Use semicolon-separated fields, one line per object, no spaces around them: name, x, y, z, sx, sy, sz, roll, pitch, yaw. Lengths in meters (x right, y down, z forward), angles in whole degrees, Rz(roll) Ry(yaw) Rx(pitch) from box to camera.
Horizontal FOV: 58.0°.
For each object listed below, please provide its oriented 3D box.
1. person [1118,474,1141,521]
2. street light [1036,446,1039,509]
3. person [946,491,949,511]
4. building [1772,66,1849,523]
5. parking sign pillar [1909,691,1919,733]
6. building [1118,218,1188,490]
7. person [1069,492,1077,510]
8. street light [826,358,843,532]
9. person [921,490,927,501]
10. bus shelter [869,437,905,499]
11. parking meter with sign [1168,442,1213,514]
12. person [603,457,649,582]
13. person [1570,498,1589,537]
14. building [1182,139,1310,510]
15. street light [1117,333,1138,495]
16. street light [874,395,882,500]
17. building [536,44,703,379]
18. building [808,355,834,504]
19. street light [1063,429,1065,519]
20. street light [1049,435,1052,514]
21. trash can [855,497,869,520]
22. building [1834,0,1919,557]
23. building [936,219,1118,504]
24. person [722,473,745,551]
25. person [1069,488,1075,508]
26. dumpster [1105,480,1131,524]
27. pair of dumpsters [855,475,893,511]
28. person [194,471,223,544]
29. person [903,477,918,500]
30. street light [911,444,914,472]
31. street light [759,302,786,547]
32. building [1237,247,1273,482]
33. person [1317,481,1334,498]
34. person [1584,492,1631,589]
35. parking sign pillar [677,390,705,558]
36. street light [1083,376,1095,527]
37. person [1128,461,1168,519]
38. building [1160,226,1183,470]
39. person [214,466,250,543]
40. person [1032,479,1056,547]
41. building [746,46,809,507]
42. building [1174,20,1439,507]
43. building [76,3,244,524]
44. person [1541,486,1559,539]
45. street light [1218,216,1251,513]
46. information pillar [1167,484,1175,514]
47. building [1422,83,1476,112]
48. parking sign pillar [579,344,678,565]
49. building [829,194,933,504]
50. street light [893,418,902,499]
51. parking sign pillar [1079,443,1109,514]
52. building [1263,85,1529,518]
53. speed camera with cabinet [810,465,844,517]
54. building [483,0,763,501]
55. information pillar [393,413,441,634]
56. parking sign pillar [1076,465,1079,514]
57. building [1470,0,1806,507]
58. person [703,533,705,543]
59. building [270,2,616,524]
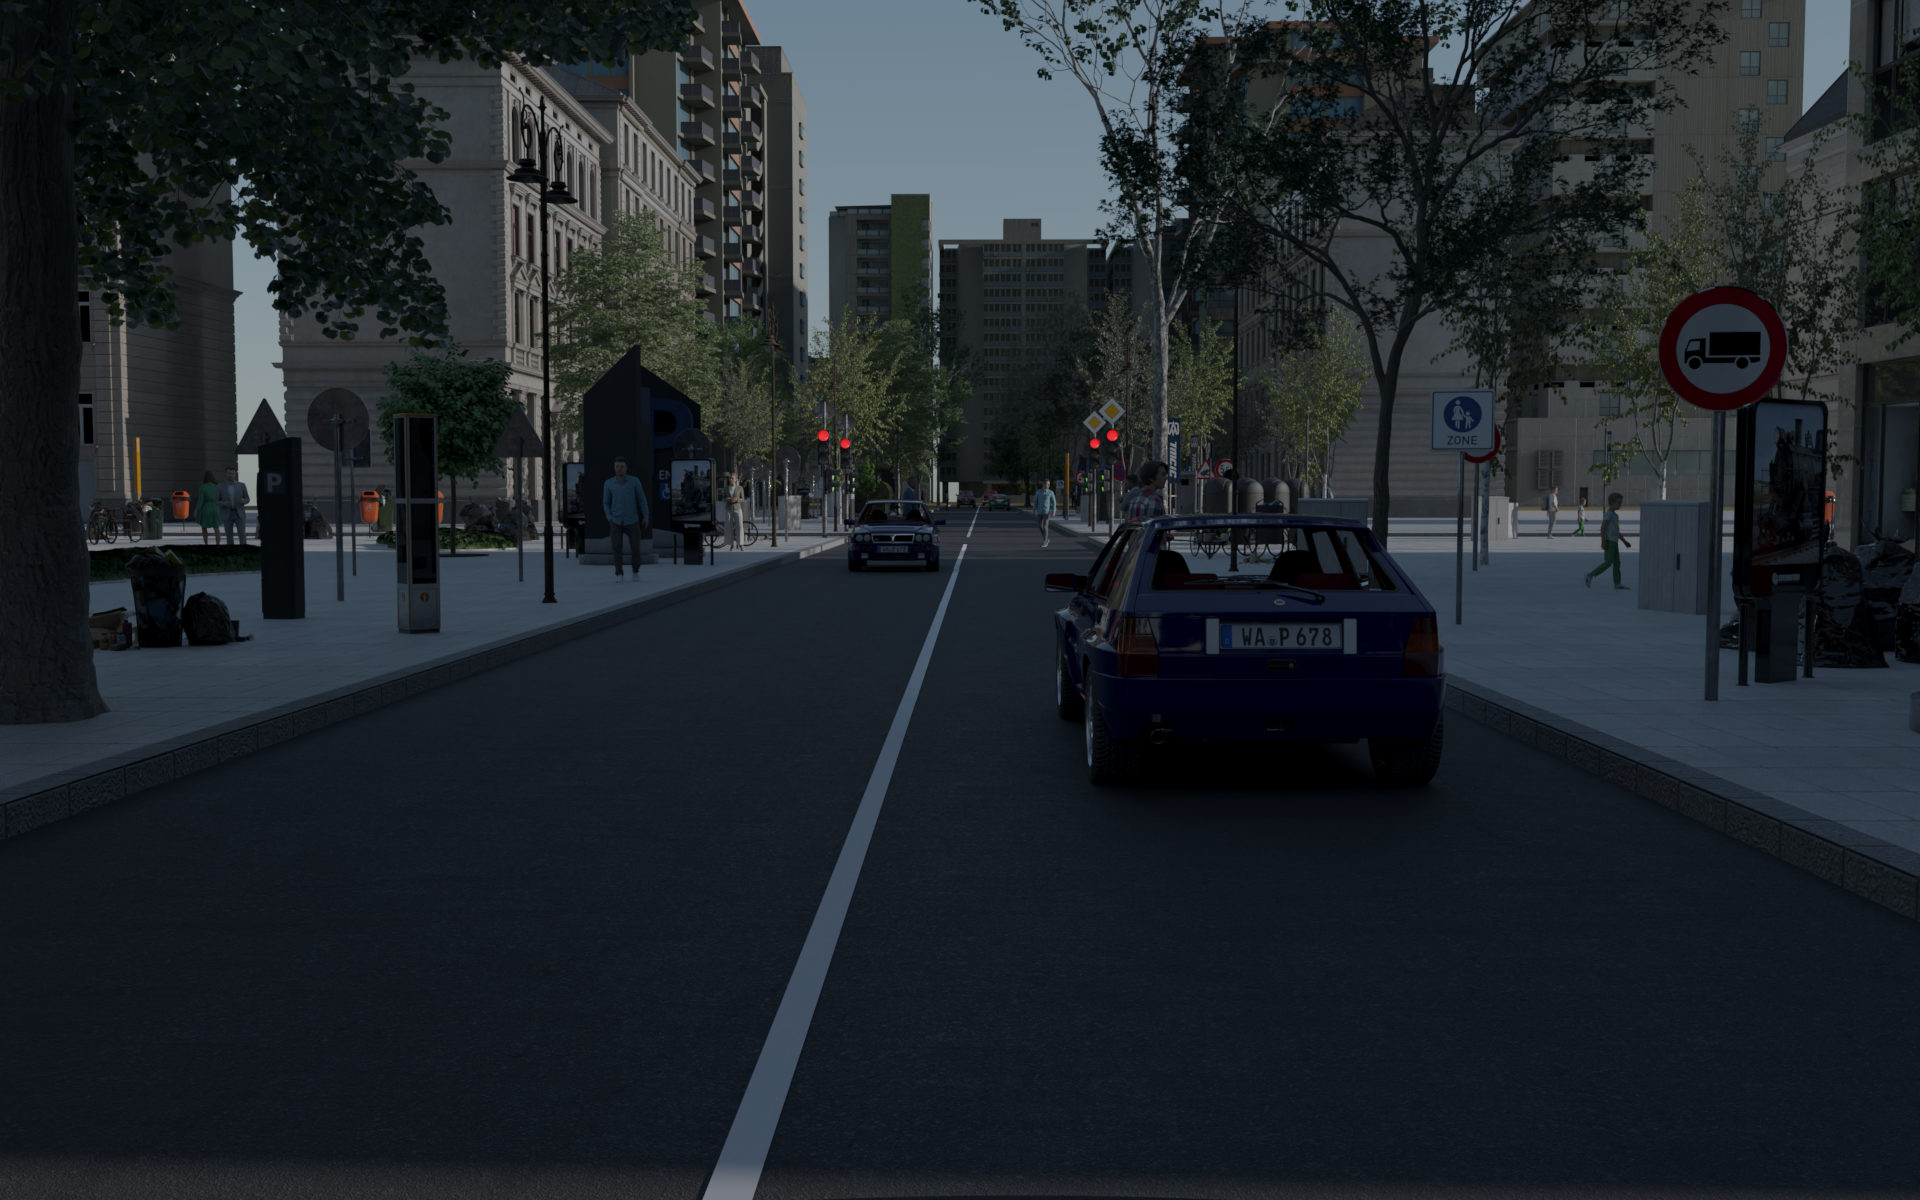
person;3.117;-1.399;31.556;0.466;1.800;0.511;2;4;28
street light;5.995;-9.803;133.070;0.468;5.910;1.993;0;4;1
person;-1.024;-8.552;149.040;0.721;1.736;1.217;0;4;-5
building;40.103;-13.832;77.070;40.483;20.767;10.553;0;4;1
parking sign pillar;5.850;-1.259;9.055;1.447;3.967;1.447;-2;4;-30
building;32.928;-33.923;246.514;23.993;40.220;32.217;0;4;1
person;9.176;-7.887;135.731;1.217;1.736;0.721;1;4;10
street light;-4.245;-5.269;58.937;0.468;5.910;1.993;0;4;1
person;-4.131;-11.182;189.554;1.217;1.739;0.721;-3;4;-37
bus shelter;-5.242;-8.998;124.748;2.179;5.291;8.768;0;4;1
parking meter with sign;7.542;-3.774;57.959;1.738;3.016;0.543;0;3;0
person;-4.885;-1.180;25.359;0.660;1.820;0.620;-1;4;-9
person;19.531;-2.559;54.584;0.590;1.304;0.306;0;4;1
building;26.709;-22.791;144.339;14.160;30.474;14.107;0;4;1
street light;4.823;-4.724;50.032;0.468;5.910;1.993;0;4;1
street light;-3.896;-6.613;80.908;0.468;5.910;1.993;0;4;1
building;-23.684;-18.820;104.973;12.463;27.353;25.104;0;4;1
building;-32.131;-24.557;246.553;28.899;21.520;27.650;0;4;1
street light;5.398;-7.132;89.390;0.468;5.910;1.993;0;4;1
street light;5.779;-8.489;111.584;0.468;5.910;1.993;0;4;1
trash can;-4.469;-4.031;77.558;0.748;1.137;0.748;0;3;0
building;27.853;-13.103;18.750;19.350;26.468;34.151;0;4;1
building;8.778;-33.957;247.069;23.993;40.220;32.217;0;4;1
person;-5.112;-1.983;39.014;0.519;1.759;0.362;0;4;-3
person;10.290;-9.208;156.561;1.348;1.831;0.705;1;4;14
dumpster;6.829;-4.141;73.460;1.264;1.857;1.865;0;4;1
pair of dumpsters;-4.282;-5.278;88.788;1.574;2.255;4.437;0;4;1
person;-16.554;-1.953;38.215;0.529;1.795;0.600;2;4;35
person;-1.059;-1.784;37.850;0.419;1.800;0.721;0;4;-3
street light;-3.440;-9.255;124.102;0.468;5.910;1.993;0;4;1
street light;-4.508;-4.223;41.836;0.468;5.910;1.993;0;4;1
building;26.185;-17.540;122.932;11.583;22.565;21.152;0;4;1
person;14.424;-3.837;68.765;0.794;1.824;0.713;1;4;10
person;8.748;-0.800;23.378;0.590;1.304;0.306;1;4;20
parking sign pillar;-5.936;-2.864;35.306;1.447;3.967;1.447;0;4;-3
street light;5.100;-5.817;67.891;0.468;5.910;1.993;0;4;1
person;1.585;-0.347;15.014;0.643;1.720;0.563;-1;4;-12
building;28.018;-25.451;187.824;14.160;30.474;14.107;0;4;1
person;-13.271;-1.552;31.612;0.606;1.804;0.583;-2;4;-25
person;2.353;-2.386;47.375;0.638;1.841;0.748;2;4;31
building;-27.871;-34.365;185.569;21.600;48.544;21.300;0;4;1
building;32.220;-31.264;165.792;22.147;44.769;28.867;0;4;1
building;-47.540;-17.215;78.721;25.104;27.353;12.463;0;4;1
person;16.928;-2.503;49.565;0.523;1.515;0.503;-2;4;-35
street light;4.541;-3.410;28.547;0.468;5.910;1.993;0;4;1
information pillar;7.132;-3.327;58.882;0.304;2.012;0.304;-3;5;-42
building;45.984;-32.812;186.589;14.200;45.320;14.600;0;4;1
parking sign pillar;-6.274;-2.646;31.736;1.447;3.967;1.447;2;4;32
building;-10.745;-33.912;238.060;14.086;41.232;14.154;0;4;1
street light;-3.703;-7.927;102.394;0.468;5.910;1.993;0;4;1
parking sign pillar;7.262;-6.338;92.103;1.447;3.967;1.447;0;4;-4
building;24.575;-16.673;101.482;11.050;23.489;19.941;0;4;1
speed camera with cabinet;-7.377;-6.218;95.999;0.660;3.252;2.038;3;5;44
building;-28.954;-30.208;148.533;22.147;44.769;28.867;0;4;1
information pillar;-5.013;-0.703;15.993;0.304;2.012;0.304;-3;5;-39
parking sign pillar;8.341;-7.655;113.639;1.447;3.967;1.447;2;4;34
building;67.908;-36.134;180.022;27.495;52.752;28.713;0;4;1
person;-6.041;-2.078;39.376;0.474;1.900;0.648;-3;5;-44
building;-23.925;-15.511;82.489;11.050;23.489;19.941;0;4;1
